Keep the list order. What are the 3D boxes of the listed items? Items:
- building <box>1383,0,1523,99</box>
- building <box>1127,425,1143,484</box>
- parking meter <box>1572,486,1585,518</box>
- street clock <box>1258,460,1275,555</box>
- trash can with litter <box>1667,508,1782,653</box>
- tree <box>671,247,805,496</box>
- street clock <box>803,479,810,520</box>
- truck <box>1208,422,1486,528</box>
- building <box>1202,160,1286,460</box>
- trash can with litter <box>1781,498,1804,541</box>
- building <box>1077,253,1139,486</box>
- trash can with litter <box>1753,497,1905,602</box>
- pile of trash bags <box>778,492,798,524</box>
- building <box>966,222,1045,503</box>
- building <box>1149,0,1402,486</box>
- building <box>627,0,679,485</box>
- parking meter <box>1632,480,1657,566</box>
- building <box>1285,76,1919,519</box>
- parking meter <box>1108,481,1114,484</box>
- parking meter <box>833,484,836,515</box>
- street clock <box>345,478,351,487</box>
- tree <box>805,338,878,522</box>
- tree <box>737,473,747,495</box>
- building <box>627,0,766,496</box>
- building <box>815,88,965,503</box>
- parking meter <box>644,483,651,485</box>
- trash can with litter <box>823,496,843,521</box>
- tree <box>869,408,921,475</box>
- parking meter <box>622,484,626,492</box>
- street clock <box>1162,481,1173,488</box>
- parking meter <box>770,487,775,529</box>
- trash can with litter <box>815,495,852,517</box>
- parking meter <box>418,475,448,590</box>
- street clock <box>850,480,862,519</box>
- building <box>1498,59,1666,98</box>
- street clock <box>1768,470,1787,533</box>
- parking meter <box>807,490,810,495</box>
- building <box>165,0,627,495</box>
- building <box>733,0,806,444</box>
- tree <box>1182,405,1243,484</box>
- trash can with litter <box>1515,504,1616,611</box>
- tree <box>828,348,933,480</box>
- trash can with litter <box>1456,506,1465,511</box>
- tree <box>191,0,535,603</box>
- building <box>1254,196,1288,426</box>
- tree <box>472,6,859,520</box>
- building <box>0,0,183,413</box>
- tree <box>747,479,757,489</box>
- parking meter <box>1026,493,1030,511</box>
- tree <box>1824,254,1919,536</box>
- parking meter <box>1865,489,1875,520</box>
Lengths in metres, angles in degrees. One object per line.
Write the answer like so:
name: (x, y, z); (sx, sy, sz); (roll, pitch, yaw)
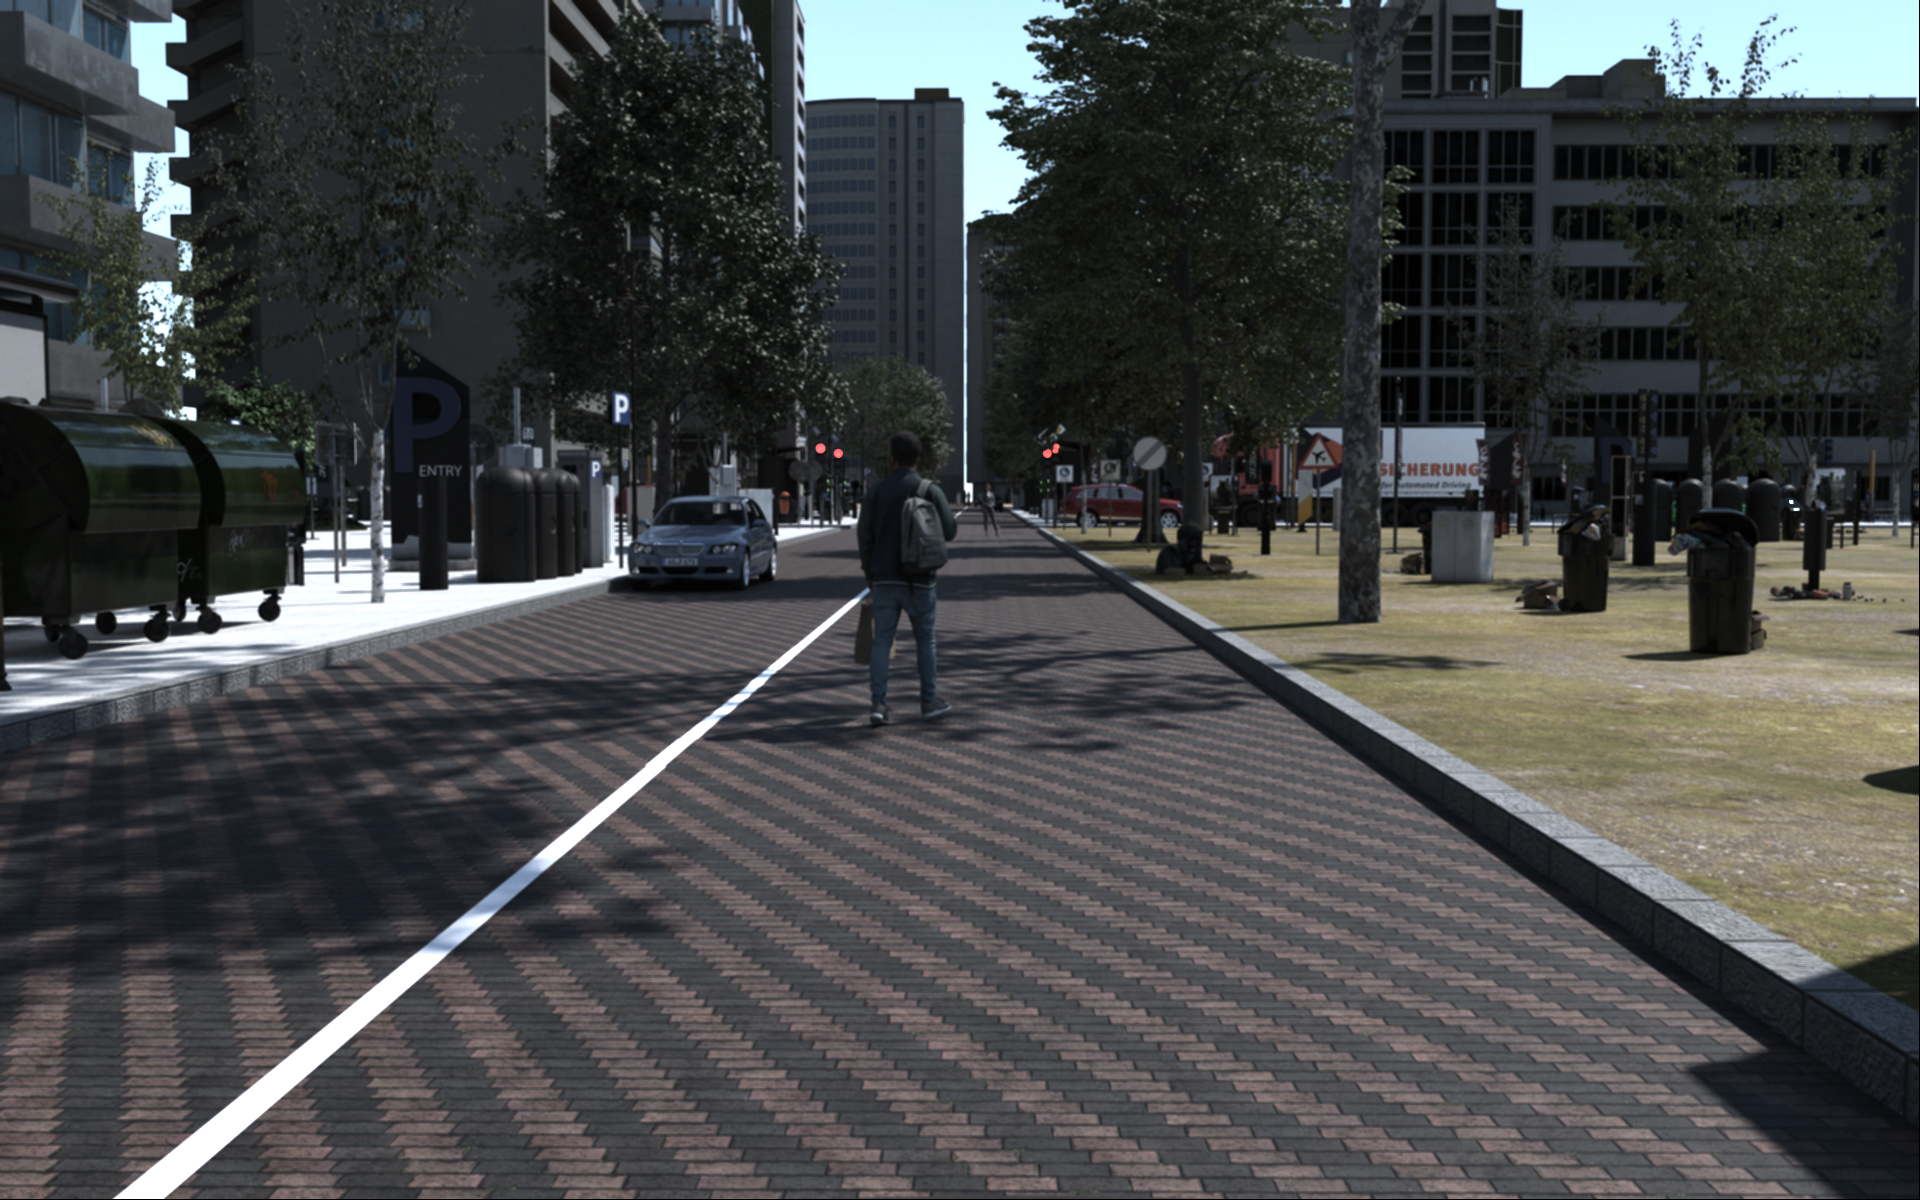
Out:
building: (70.790, -49.841, 253.145); (20.611, 71.187, 20.563); (0, 4, 1)
building: (33.826, -21.385, 194.686); (27.650, 21.520, 28.899); (0, 4, 1)
parking meter: (20.516, -2.999, 57.442); (0.372, 1.533, 0.369); (0, 3, 0)
street clock: (6.479, -1.963, 36.661); (0.358, 2.002, 0.471); (1, 4, 8)
trash can with litter: (6.258, -0.173, 14.221); (0.624, 1.170, 1.055); (3, 4, 37)
tree: (-6.984, -6.071, 49.631); (4.360, 8.622, 3.978); (0, 3, 0)
street clock: (-7.513, -4.904, 84.757); (0.358, 2.002, 0.471); (0, 4, -2)
truck: (14.894, -4.890, 68.857); (11.283, 4.237, 2.839); (0, 4, 0)
building: (26.278, -21.292, 135.518); (14.401, 28.519, 23.554); (0, 4, 1)
trash can with litter: (22.978, -2.209, 47.506); (0.624, 1.170, 1.055); (0, 4, -6)
building: (26.966, -34.773, 260.414); (23.993, 40.220, 32.217); (0, 4, 1)
trash can with litter: (10.799, -0.654, 21.744); (1.678, 1.210, 2.233); (1, 4, 20)
pile of trash bags: (-7.858, -3.966, 74.603); (1.912, 1.369, 3.447); (-1, 4, -19)
building: (7.825, -34.804, 252.637); (14.086, 41.232, 14.154); (0, 4, 1)
building: (29.611, -33.264, 167.570); (21.300, 48.544, 21.600); (0, 4, 1)
building: (-34.704, -26.871, 131.227); (32.217, 40.220, 23.993); (0, 4, 1)
parking meter: (12.259, -1.383, 31.021); (0.372, 1.533, 0.369); (0, 3, 0)
building: (33.555, -16.709, 92.262); (30.058, 24.678, 14.314); (0, 4, 1)
parking meter: (6.827, -4.447, 78.424); (0.255, 1.863, 0.399); (0, 4, 2)
parking meter: (-7.379, -5.838, 101.170); (0.255, 1.863, 0.399); (-3, 4, -37)
street clock: (-28.465, -4.631, 80.280); (0.471, 2.002, 0.358); (1, 4, 15)
tree: (-6.245, -7.974, 80.732); (4.360, 8.622, 3.978); (0, 3, 0)
tree: (-16.526, -8.099, 127.019); (1.663, 3.219, 1.824); (0, 3, 0)
building: (-30.496, -33.256, 163.349); (23.786, 49.044, 30.456); (0, 4, 1)
building: (-13.392, -43.578, 254.499); (28.212, 58.520, 21.231); (0, 4, 1)
parking meter: (-16.006, -5.089, 88.911); (0.255, 1.863, 0.399); (-2, 4, -32)
trash can with litter: (-6.073, -4.345, 82.431); (1.055, 1.170, 0.624); (1, 4, 16)
tree: (-5.124, -11.770, 142.807); (4.737, 8.622, 4.395); (0, 3, 0)
parking meter: (-19.599, -5.859, 101.506); (0.255, 1.863, 0.399); (1, 4, 19)
street clock: (11.646, -5.695, 97.677); (0.471, 2.002, 0.358); (-2, 4, -27)
parking meter: (-6.984, -3.399, 63.988); (0.372, 1.533, 0.369); (0, 3, 0)
trash can with litter: (-7.788, -5.869, 107.019); (2.233, 1.210, 1.678); (0, 4, 2)
parking meter: (-7.064, -0.905, 23.216); (0.372, 1.533, 0.369); (0, 3, 0)
street clock: (-5.504, -5.264, 90.639); (0.358, 2.002, 0.471); (3, 4, 37)
building: (69.942, -35.127, 198.032); (21.600, 48.544, 21.300); (0, 4, 1)
street clock: (24.121, -2.850, 51.160); (0.471, 2.002, 0.358); (-1, 4, -9)
parking meter: (-8.906, -5.735, 102.175); (0.372, 1.533, 0.369); (0, 3, 0)
building: (-31.770, -29.092, 99.357); (21.300, 48.544, 21.600); (0, 4, 1)
building: (-32.141, -40.177, 198.887); (28.212, 58.520, 21.231); (0, 4, 1)
tree: (11.525, -7.845, 78.631); (4.360, 8.622, 3.978); (0, 3, 0)
trash can with litter: (6.662, -0.473, 19.126); (0.624, 1.170, 1.055); (-3, 5, -44)
tree: (-5.654, -12.021, 122.299); (9.928, 11.665, 9.643); (0, 3, 0)
trash can with litter: (40.644, -7.897, 140.496); (0.624, 1.170, 1.055); (2, 4, 29)
tree: (-6.984, -4.288, 20.468); (4.360, 8.622, 3.978); (0, 3, 0)
building: (25.285, -16.524, 111.971); (13.314, 21.916, 24.055); (0, 4, 1)
tree: (-6.951, -7.581, 40.954); (9.611, 12.733, 9.660); (0, 3, 0)
building: (-35.364, -25.528, 36.990); (30.456, 49.044, 23.786); (0, 4, 1)
tree: (-13.563, -7.690, 120.340); (1.663, 3.219, 1.824); (0, 3, 0)
parking meter: (5.075, -7.578, 129.611); (0.255, 1.863, 0.399); (0, 4, 7)
tree: (28.342, -6.236, 52.329); (4.360, 8.622, 3.978); (0, 3, 0)
parking meter: (43.917, -4.599, 83.602); (0.372, 1.533, 0.369); (0, 3, 0)
